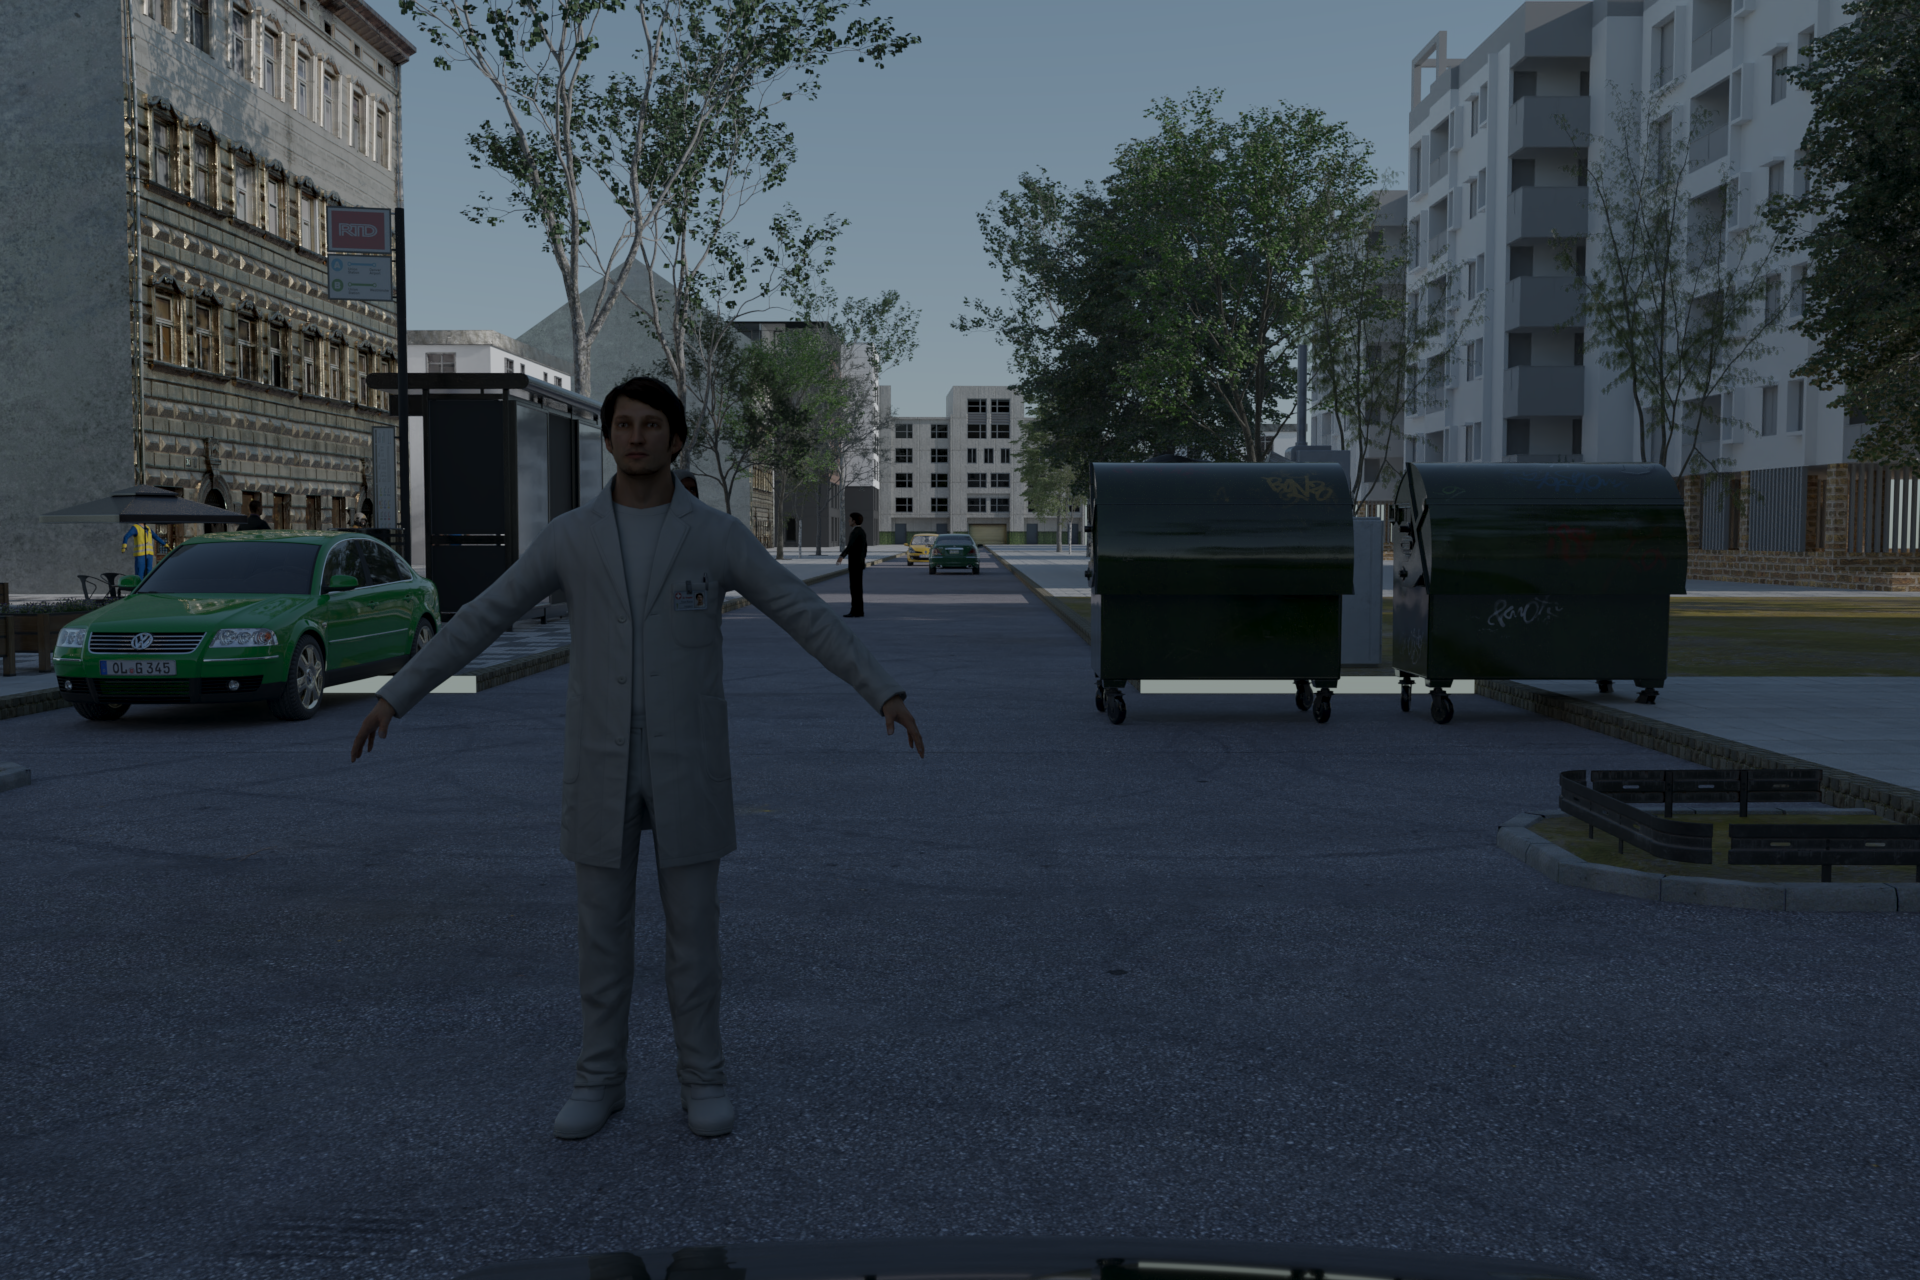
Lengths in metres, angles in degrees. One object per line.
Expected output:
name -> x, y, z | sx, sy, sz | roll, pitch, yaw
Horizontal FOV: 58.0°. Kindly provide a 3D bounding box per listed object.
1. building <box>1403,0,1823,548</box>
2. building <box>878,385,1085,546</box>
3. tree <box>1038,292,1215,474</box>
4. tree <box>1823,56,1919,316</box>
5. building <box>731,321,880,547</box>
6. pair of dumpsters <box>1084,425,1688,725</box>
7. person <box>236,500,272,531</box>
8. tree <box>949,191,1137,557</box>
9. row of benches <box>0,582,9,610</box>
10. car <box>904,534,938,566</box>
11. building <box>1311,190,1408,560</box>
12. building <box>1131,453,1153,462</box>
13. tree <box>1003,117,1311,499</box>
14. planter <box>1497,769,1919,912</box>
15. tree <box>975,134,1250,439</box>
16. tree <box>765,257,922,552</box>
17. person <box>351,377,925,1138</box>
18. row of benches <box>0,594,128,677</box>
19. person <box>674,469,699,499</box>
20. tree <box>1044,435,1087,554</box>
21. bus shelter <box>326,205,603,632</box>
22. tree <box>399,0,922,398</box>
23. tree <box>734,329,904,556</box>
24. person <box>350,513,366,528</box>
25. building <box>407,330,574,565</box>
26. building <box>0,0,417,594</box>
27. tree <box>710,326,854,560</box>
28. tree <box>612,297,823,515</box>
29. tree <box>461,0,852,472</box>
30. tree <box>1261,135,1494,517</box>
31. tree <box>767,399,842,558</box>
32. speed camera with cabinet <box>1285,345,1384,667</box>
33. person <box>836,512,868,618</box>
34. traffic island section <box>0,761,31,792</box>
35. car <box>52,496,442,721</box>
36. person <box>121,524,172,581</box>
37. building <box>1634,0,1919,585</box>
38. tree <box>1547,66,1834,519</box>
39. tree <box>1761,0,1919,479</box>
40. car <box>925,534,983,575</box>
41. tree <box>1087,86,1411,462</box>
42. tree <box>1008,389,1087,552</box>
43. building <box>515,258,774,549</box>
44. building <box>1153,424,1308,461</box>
building -> 22.628, -12.861, 66.705 | 16.016, 20.090, 11.380 | 0, 4, 0
building -> -1.305, -21.048, 213.046 | 31.486, 18.905, 16.747 | 0, 4, -3
tree -> 6.495, -8.106, 66.945 | 7.601, 10.594, 8.767 | -1, 4, -22
tree -> 12.931, -5.117, 18.082 | 7.601, 10.594, 8.767 | 0, 4, 5
building -> -23.171, -20.709, 182.562 | 27.936, 21.610, 32.646 | 0, 3, 0
pair of dumpsters -> 3.184, -0.522, 13.486 | 4.436, 2.255, 1.574 | 0, 4, 1
person -> -10.810, -1.251, 26.679 | 1.346, 1.802, 0.704 | 2, 4, 25
tree -> 6.252, -14.699, 96.211 | 12.611, 20.169, 13.585 | 0, 3, 0
row of benches -> -15.416, -0.554, 24.521 | 1.422, 0.672, 4.104 | 1, 4, 18
car -> -1.517, -4.183, 78.616 | 2.015, 1.641, 3.980 | 0, 4, 0
building -> 24.905, -14.690, 96.599 | 16.016, 20.090, 11.380 | 0, 3, 0
building -> 21.899, -14.432, 178.113 | 9.099, 9.664, 28.070 | 0, 3, 0
tree -> 6.203, -8.988, 53.612 | 9.857, 13.997, 8.962 | 0, 3, 0
planter -> 3.454, 0.831, 7.558 | 1.991, 0.319, 1.994 | 0, 4, 1
tree -> 7.911, -13.742, 80.571 | 12.611, 20.169, 13.585 | 0, 3, 0
tree -> -9.740, -16.218, 121.054 | 12.611, 20.169, 13.585 | 0, 3, 0
person -> -0.762, 0.272, 4.191 | 1.347, 1.806, 0.705 | 0, 4, -3
row of benches -> -8.664, -0.062, 16.481 | 1.422, 0.672, 4.104 | 1, 4, 12
person -> -1.632, -0.102, 10.246 | 1.348, 1.813, 0.705 | -2, 4, -35
tree -> 6.766, -9.720, 109.278 | 4.360, 8.622, 3.978 | 0, 3, 0
bus shelter -> -6.665, -2.834, 23.976 | 2.179, 5.291, 8.768 | 0, 4, 0
tree -> -7.116, -11.148, 38.161 | 12.611, 20.169, 13.585 | 0, 3, 0
tree -> -8.305, -11.784, 103.044 | 12.009, 13.543, 11.850 | 0, 3, 0
person -> -16.169, -2.506, 46.737 | 0.705, 1.858, 1.354 | 0, 4, -2
building -> -23.548, -8.764, 85.439 | 9.099, 9.664, 28.070 | 0, 4, 1
building -> -26.629, -13.100, 45.109 | 19.493, 23.208, 18.063 | 0, 3, 0
tree -> -8.841, -9.802, 86.014 | 9.928, 11.665, 9.643 | 0, 3, 0
tree -> -9.150, -8.189, 68.297 | 8.767, 10.594, 7.601 | -3, 5, -41
tree -> -9.784, -12.196, 55.286 | 12.611, 20.169, 13.585 | 0, 3, 0
tree -> 7.419, -5.039, 32.756 | 4.360, 8.622, 3.978 | 0, 3, 0
tree -> -8.781, -8.759, 93.578 | 4.360, 8.622, 3.978 | 0, 3, 0
speed camera with cabinet -> 3.773, -1.419, 17.529 | 0.660, 3.252, 2.038 | 0, 4, 0
person -> -1.818, -1.298, 29.865 | 0.705, 1.806, 1.347 | 1, 4, 15
traffic island section -> -6.311, 0.822, 9.432 | 1.991, 0.108, 1.994 | 0, 4, 0
car -> -5.858, -0.362, 14.719 | 1.959, 1.807, 4.718 | 0, 4, 1
person -> -15.516, -1.624, 33.016 | 0.721, 1.772, 1.216 | 1, 4, 19
building -> 25.558, -11.875, 50.573 | 16.016, 20.090, 11.380 | 0, 3, 0
tree -> 11.273, -4.756, 28.129 | 4.360, 8.622, 3.978 | 0, 3, 0
tree -> 18.589, -7.490, 29.115 | 9.857, 13.997, 8.962 | 0, 3, 0
car -> -0.206, -3.119, 62.786 | 2.131, 1.459, 4.920 | 0, 4, 0
tree -> 6.856, -7.000, 40.212 | 9.928, 11.665, 9.643 | 0, 3, 0
tree -> 7.108, -12.373, 120.432 | 7.486, 12.596, 7.792 | 0, 3, 0
building -> -25.986, -19.305, 146.559 | 19.493, 23.208, 18.063 | 0, 4, -1
building -> 22.032, -12.456, 145.804 | 9.099, 9.664, 28.070 | 0, 4, 1
